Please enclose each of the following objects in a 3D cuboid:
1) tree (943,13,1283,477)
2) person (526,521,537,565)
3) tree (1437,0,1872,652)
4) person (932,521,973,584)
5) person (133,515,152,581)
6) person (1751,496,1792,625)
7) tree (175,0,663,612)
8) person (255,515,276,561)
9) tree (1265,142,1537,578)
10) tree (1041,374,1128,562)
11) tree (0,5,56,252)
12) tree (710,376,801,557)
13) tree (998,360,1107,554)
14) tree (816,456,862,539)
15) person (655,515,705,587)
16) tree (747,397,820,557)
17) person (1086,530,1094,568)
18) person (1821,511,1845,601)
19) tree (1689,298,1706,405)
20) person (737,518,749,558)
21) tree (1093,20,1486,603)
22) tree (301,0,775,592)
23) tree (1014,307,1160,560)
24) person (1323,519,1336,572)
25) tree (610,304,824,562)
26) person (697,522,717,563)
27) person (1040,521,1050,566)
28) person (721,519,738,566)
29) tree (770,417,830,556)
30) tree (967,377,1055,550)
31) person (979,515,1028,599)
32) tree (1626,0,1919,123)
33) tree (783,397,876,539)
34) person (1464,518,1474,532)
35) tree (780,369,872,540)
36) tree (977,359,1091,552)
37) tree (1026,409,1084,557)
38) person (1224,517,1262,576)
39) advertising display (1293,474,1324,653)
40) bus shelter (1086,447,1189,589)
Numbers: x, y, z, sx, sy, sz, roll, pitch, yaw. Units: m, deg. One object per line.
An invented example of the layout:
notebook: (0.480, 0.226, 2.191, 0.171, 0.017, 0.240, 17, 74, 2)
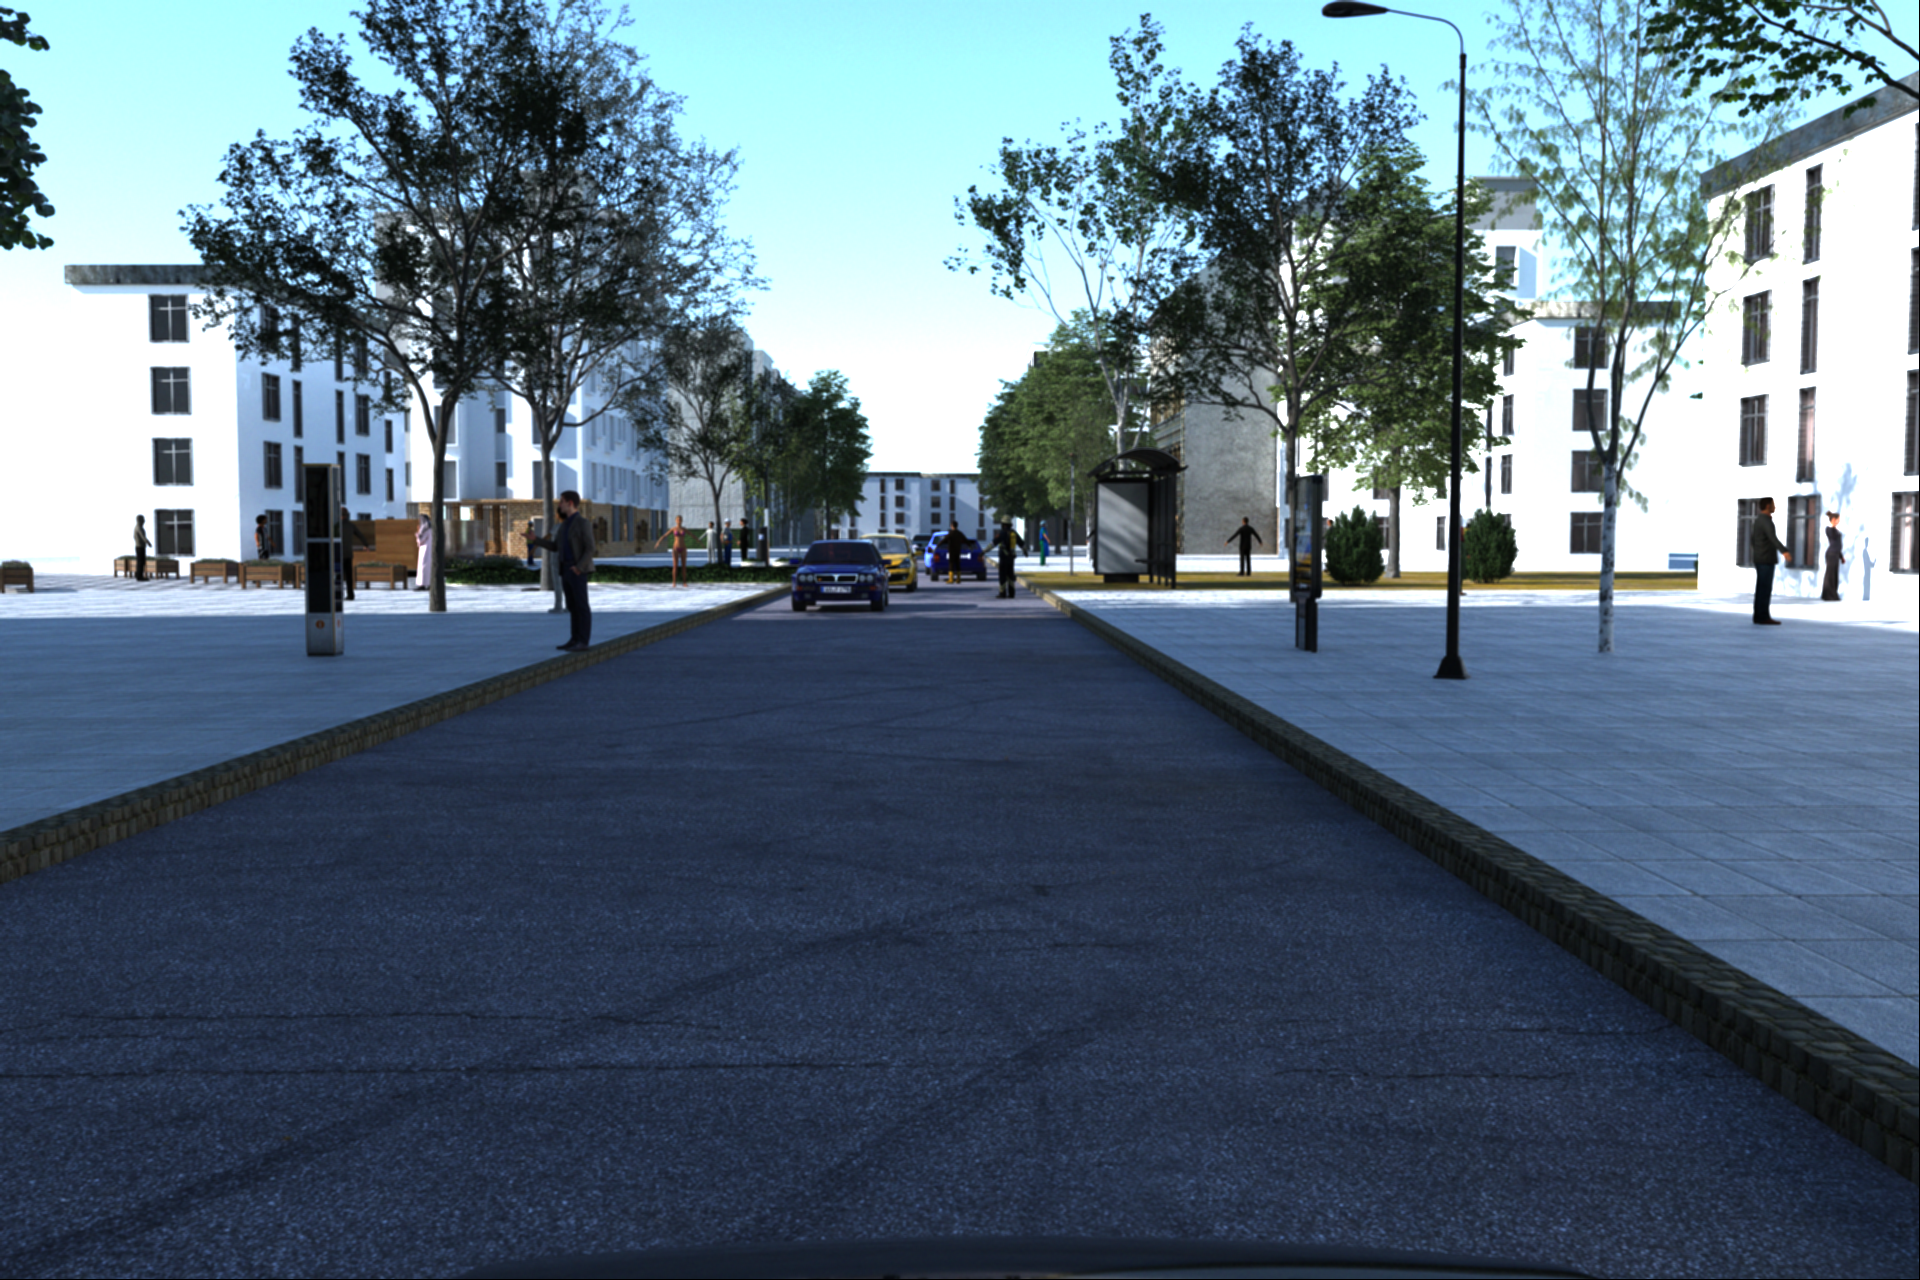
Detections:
tree: (5.727, -12.844, 65.892, 12.611, 20.169, 13.585, 0, 3, 0)
person: (-17.678, -4.003, 71.422, 0.705, 1.833, 1.349, -2, 4, -32)
tree: (6.793, -4.175, 18.616, 4.360, 8.622, 3.978, 0, 3, 0)
person: (-0.172, -2.539, 50.107, 1.346, 1.812, 0.704, -2, 4, -31)
person: (-22.375, -2.522, 47.362, 0.705, 1.813, 1.348, -3, 4, -38)
person: (11.488, -1.136, 24.640, 0.705, 1.821, 1.348, 0, 4, 8)
tree: (-8.680, -5.723, 27.982, 8.767, 10.594, 7.601, 0, 4, 3)
person: (-19.546, -2.600, 48.654, 0.704, 1.843, 1.345, 0, 4, -3)
tree: (12.757, -8.112, 50.757, 7.486, 12.596, 7.792, 0, 3, 0)
tree: (6.016, -7.885, 79.289, 4.360, 8.622, 3.978, 0, 3, 0)
tree: (-8.607, -6.277, 9.279, 9.857, 13.997, 8.962, 0, 3, 0)
tree: (-9.477, -7.843, 78.593, 4.737, 8.622, 4.395, 0, 3, 0)
tree: (5.906, -11.830, 111.539, 7.486, 12.596, 7.792, 0, 3, 0)
tree: (-10.120, -11.931, 145.430, 4.737, 8.622, 4.395, 0, 3, 0)
person: (-6.785, -2.151, 41.975, 1.217, 1.733, 0.721, -1, 4, -18)
tree: (-8.972, -8.704, 92.679, 4.360, 8.622, 3.978, 0, 3, 0)
person: (5.122, -3.493, 63.827, 1.216, 1.740, 0.721, -2, 4, -34)
person: (16.660, -1.595, 32.925, 0.445, 1.727, 0.742, 1, 4, 12)
tree: (25.391, -8.160, 51.544, 7.486, 12.596, 7.792, 0, 3, 0)
person: (-7.274, -3.176, 58.106, 0.705, 1.806, 1.347, 0, 4, 0)
tree: (5.991, -5.983, 32.231, 7.601, 10.594, 8.767, 0, 4, -1)
tree: (-9.239, -7.844, 38.623, 12.009, 13.543, 11.850, 0, 3, 0)
tree: (6.179, -10.340, 87.189, 7.486, 12.596, 7.792, 0, 3, 0)
person: (12.630, -3.234, 59.155, 0.705, 1.796, 1.348, 3, 5, 44)
tree: (-9.680, -8.273, 69.677, 8.767, 10.594, 7.601, -1, 4, -14)
person: (-10.595, -4.131, 73.730, 1.347, 1.806, 0.705, 2, 4, 28)
person: (3.350, -3.829, 68.734, 0.704, 1.817, 1.347, -1, 4, -9)
person: (-8.411, -3.492, 62.950, 0.705, 1.847, 1.347, 1, 4, 18)
tree: (-9.606, -9.325, 102.819, 4.360, 8.622, 3.978, 0, 3, 0)
tree: (5.172, -14.041, 136.225, 9.857, 13.997, 8.962, 0, 3, 0)
person: (1.025, -1.858, 38.613, 1.354, 1.856, 0.705, -3, 4, -37)
tree: (6.879, -5.112, 9.336, 9.928, 11.665, 9.643, 0, 3, 0)
tree: (-9.914, -12.491, 129.982, 9.928, 11.665, 9.643, 0, 3, 0)
person: (18.068, -3.400, 61.366, 0.705, 1.858, 1.354, -3, 5, -41)
tree: (-9.388, -12.299, 119.218, 7.486, 12.596, 7.792, 0, 3, 0)
tree: (5.518, -13.297, 124.057, 9.857, 13.997, 8.962, 0, 3, 0)
tree: (6.416, -9.074, 98.718, 4.360, 8.622, 3.978, 0, 3, 0)
person: (8.730, -2.867, 53.094, 1.346, 1.802, 0.704, -2, 4, -24)
advertising display: (3.835, -0.851, 19.123, 0.123, 1.923, 0.974, 0, 4, -1)
bus shelter: (4.306, -3.000, 42.976, 2.014, 3.302, 5.546, 0, 4, 0)
